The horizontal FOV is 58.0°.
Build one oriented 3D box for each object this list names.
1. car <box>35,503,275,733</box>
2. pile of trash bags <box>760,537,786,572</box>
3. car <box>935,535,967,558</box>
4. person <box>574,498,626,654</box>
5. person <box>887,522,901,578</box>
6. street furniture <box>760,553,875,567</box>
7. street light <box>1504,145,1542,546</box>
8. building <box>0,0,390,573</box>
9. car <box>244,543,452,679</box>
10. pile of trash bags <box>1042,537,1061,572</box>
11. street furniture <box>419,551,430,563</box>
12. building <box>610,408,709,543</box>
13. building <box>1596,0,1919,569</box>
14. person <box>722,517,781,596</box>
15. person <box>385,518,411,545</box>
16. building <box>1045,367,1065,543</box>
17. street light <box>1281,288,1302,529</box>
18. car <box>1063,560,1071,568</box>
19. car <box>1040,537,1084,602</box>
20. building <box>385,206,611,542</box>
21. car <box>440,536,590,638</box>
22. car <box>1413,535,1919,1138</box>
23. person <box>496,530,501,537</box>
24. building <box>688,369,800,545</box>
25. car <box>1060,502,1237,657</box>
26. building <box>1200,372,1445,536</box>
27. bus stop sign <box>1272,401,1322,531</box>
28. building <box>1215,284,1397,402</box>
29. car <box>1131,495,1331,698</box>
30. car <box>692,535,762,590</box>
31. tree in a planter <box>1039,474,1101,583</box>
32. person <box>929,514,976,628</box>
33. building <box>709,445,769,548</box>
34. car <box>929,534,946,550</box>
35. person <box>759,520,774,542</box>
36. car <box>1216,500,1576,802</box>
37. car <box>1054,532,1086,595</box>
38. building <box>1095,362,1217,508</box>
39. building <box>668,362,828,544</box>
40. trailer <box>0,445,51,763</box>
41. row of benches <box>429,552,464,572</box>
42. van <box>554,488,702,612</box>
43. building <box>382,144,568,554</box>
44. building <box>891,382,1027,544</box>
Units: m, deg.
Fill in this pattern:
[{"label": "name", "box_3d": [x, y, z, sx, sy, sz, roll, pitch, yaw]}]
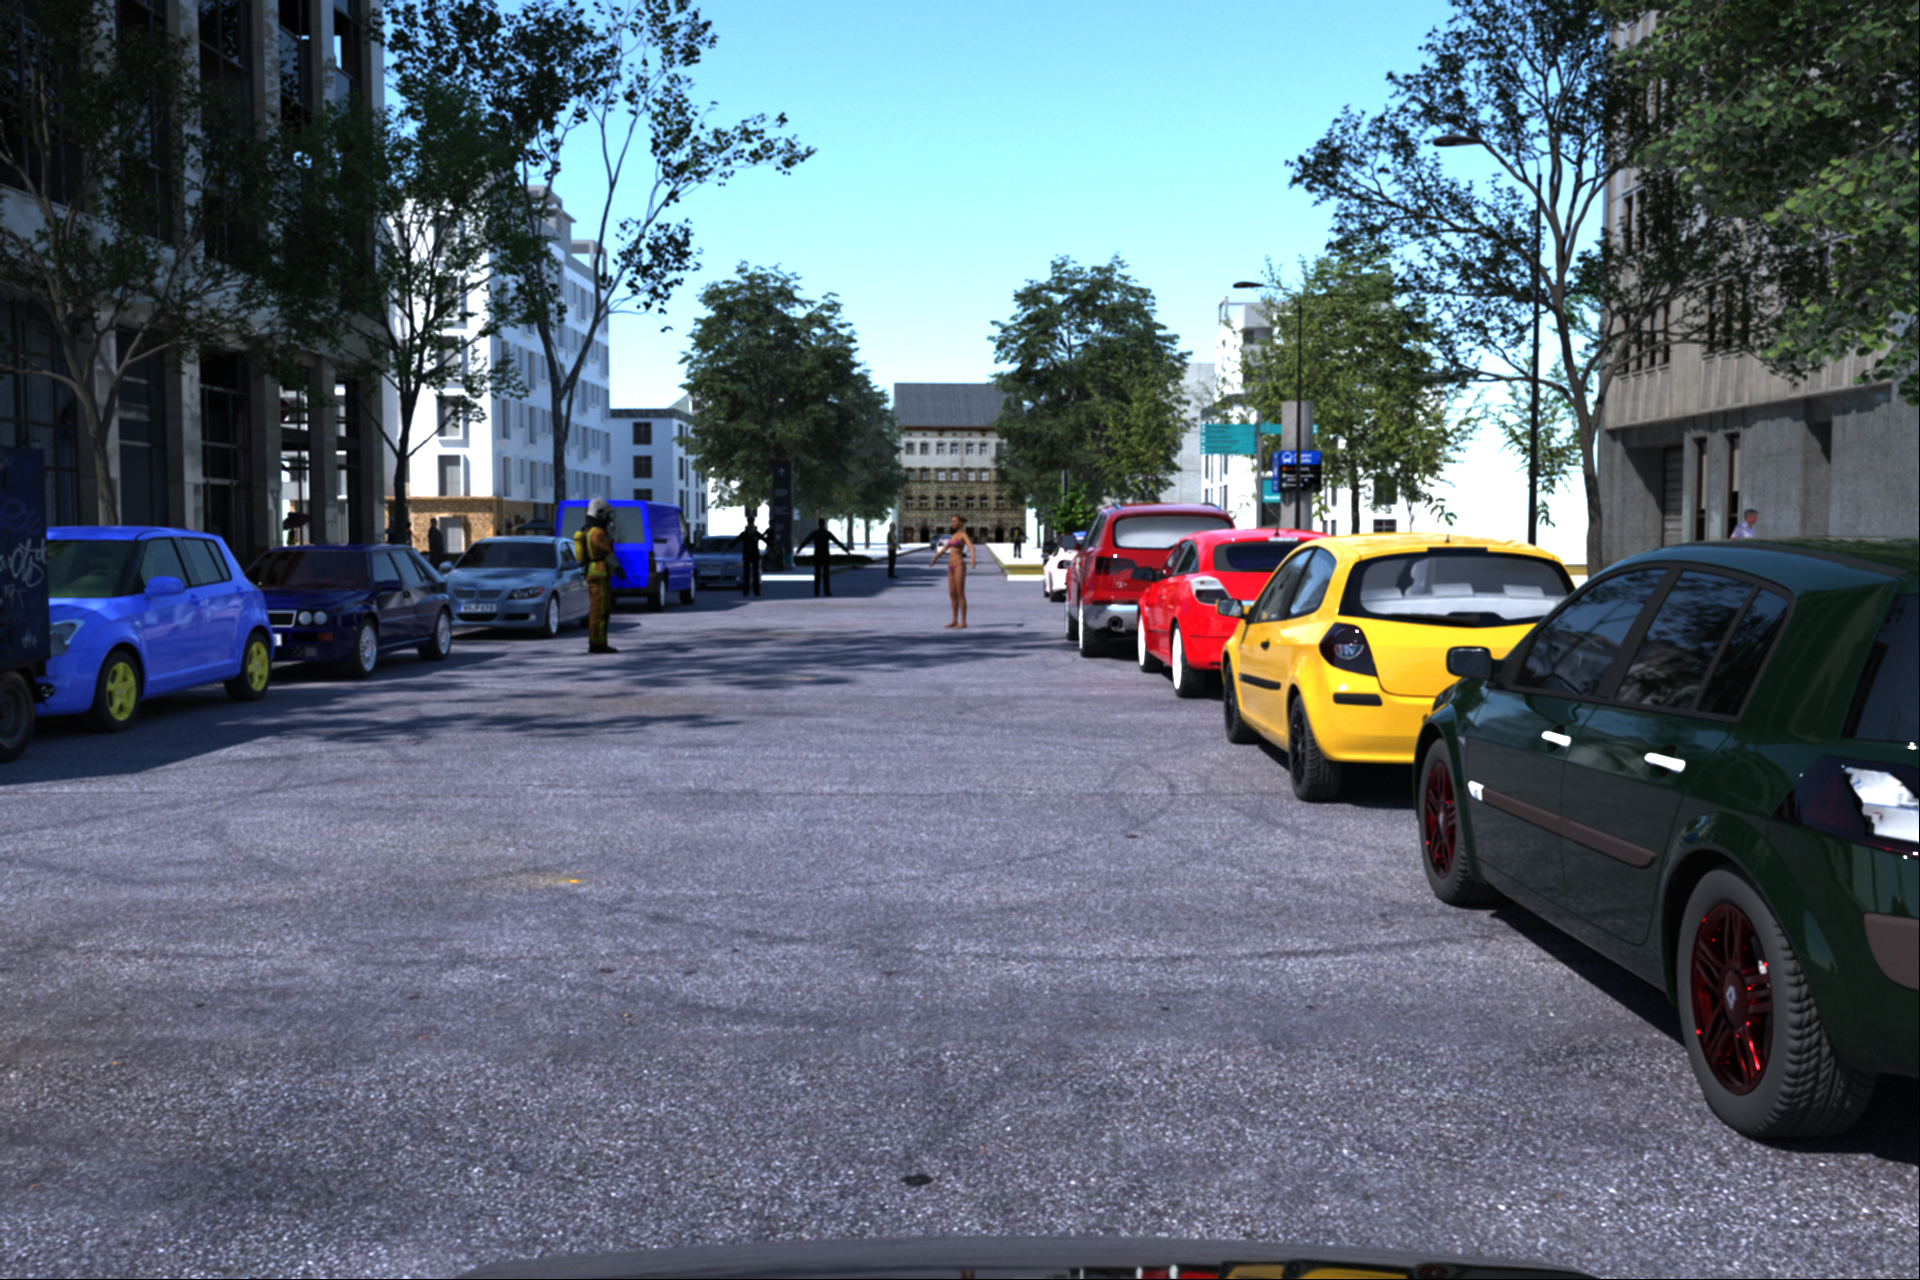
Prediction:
[{"label": "car", "box_3d": [-6.877, -0.246, 13.617, 1.945, 1.707, 3.694, 0, 4, 1]}, {"label": "pile of trash bags", "box_3d": [-6.919, -2.991, 58.651, 1.912, 1.369, 3.447, 0, 4, 1]}, {"label": "car", "box_3d": [-0.524, -5.771, 106.713, 2.083, 1.381, 4.827, 0, 4, 0]}, {"label": "person", "box_3d": [-4.318, -0.773, 20.859, 0.705, 1.858, 1.354, -2, 4, -26]}, {"label": "person", "box_3d": [-2.187, -2.934, 56.558, 0.705, 1.813, 1.348, -1, 4, -16]}, {"label": "street furniture", "box_3d": [-8.153, -3.278, 69.229, 10.072, 0.657, 5.734, -1, 4, -13]}, {"label": "street light", "box_3d": [7.286, -2.921, 20.305, 1.470, 5.913, 1.316, 0, 4, 0]}, {"label": "building", "box_3d": [-30.004, -16.673, 38.832, 22.709, 31.103, 35.509, 0, 4, 1]}, {"label": "car", "box_3d": [-6.714, -0.354, 18.376, 1.945, 1.354, 3.894, 0, 4, 0]}, {"label": "pile of trash bags", "box_3d": [3.753, -3.019, 59.111, 1.912, 1.369, 3.447, 0, 4, 0]}, {"label": "street furniture", "box_3d": [-22.558, -3.256, 68.870, 5.734, 0.657, 10.072, 0, 4, -7]}, {"label": "building", "box_3d": [-23.225, -11.481, 129.858, 9.099, 9.664, 28.070, 0, 4, 1]}, {"label": "building", "box_3d": [26.059, -13.887, 44.307, 12.078, 24.872, 19.932, 0, 4, 1]}, {"label": "person", "box_3d": [-4.851, -1.948, 40.247, 1.347, 1.837, 0.705, -1, 4, -9]}, {"label": "person", "box_3d": [-19.419, -3.266, 59.263, 1.347, 1.847, 0.705, 0, 4, 2]}, {"label": "building", "box_3d": [24.783, -23.191, 223.139, 27.936, 21.610, 32.646, 0, 4, 1]}, {"label": "street light", "box_3d": [6.793, -3.634, 31.964, 1.470, 5.913, 1.316, 0, 4, 0]}, {"label": "car", "box_3d": [2.713, -0.920, 27.396, 2.083, 1.381, 4.827, 0, 4, -1]}, {"label": "car", "box_3d": [2.823, -1.559, 37.846, 2.083, 1.381, 4.827, 0, 4, 0]}, {"label": "building", "box_3d": [-28.129, -14.986, 101.440, 16.016, 20.090, 11.380, 0, 4, 0]}, {"label": "car", "box_3d": [-6.437, -0.814, 25.316, 2.014, 1.417, 4.499, 0, 4, 0]}, {"label": "car", "box_3d": [2.694, 0.262, 5.500, 2.009, 1.686, 4.222, 0, 4, 1]}, {"label": "person", "box_3d": [-15.872, -3.071, 59.471, 0.991, 1.433, 0.599, -3, 5, -40]}, {"label": "building", "box_3d": [-24.369, -20.716, 195.119, 16.016, 20.090, 11.380, 0, 4, 0]}, {"label": "car", "box_3d": [2.417, -0.793, 21.644, 2.281, 1.827, 5.304, 0, 4, 1]}, {"label": "building", "box_3d": [20.773, -9.883, 103.727, 9.099, 9.664, 28.070, 0, 4, 0]}, {"label": "bus stop sign", "box_3d": [6.707, -2.784, 34.539, 0.837, 3.901, 0.837, 0, 4, 1]}, {"label": "building", "box_3d": [25.593, -17.226, 138.058, 16.016, 20.090, 11.380, 0, 4, 1]}, {"label": "car", "box_3d": [2.767, -0.465, 16.639, 2.155, 1.783, 4.494, 0, 4, 0]}, {"label": "car", "box_3d": [-6.280, -2.064, 45.751, 2.014, 1.417, 4.499, 0, 4, 1]}, {"label": "tree in a planter", "box_3d": [3.345, -3.295, 51.097, 1.991, 3.239, 1.994, 0, 4, 1]}, {"label": "person", "box_3d": [-0.102, -1.051, 26.438, 0.721, 1.733, 1.217, -2, 4, -33]}, {"label": "building", "box_3d": [-21.497, -14.160, 173.668, 9.099, 9.664, 28.070, 0, 4, 1]}, {"label": "car", "box_3d": [-1.771, -8.934, 155.851, 2.009, 1.686, 4.222, 0, 4, 1]}, {"label": "person", "box_3d": [-6.843, -3.451, 62.608, 1.347, 1.806, 0.705, 2, 4, 30]}, {"label": "car", "box_3d": [2.665, -0.029, 10.695, 2.015, 1.641, 3.980, 0, 4, 1]}, {"label": "car", "box_3d": [3.289, -1.997, 42.238, 1.945, 1.707, 3.694, 0, 4, 0]}, {"label": "building", "box_3d": [23.943, -19.605, 187.001, 16.747, 18.905, 31.486, 0, 4, 0]}, {"label": "building", "box_3d": [-27.056, -23.992, 223.190, 19.493, 23.208, 18.063, 0, 4, 0]}, {"label": "trailer", "box_3d": [-6.664, -0.167, 9.780, 1.471, 1.999, 3.904, 0, 4, 1]}, {"label": "row of benches", "box_3d": [-17.403, -2.745, 60.343, 1.422, 0.672, 4.104, 0, 4, 7]}, {"label": "van", "box_3d": [-6.378, -1.784, 33.560, 2.240, 2.365, 5.245, 0, 4, 0]}, {"label": "building", "box_3d": [-27.108, -13.942, 84.371, 16.016, 20.090, 11.380, 0, 3, 0]}, {"label": "building", "box_3d": [-0.488, -25.485, 250.071, 18.063, 23.208, 19.493, 0, 4, -5]}]
